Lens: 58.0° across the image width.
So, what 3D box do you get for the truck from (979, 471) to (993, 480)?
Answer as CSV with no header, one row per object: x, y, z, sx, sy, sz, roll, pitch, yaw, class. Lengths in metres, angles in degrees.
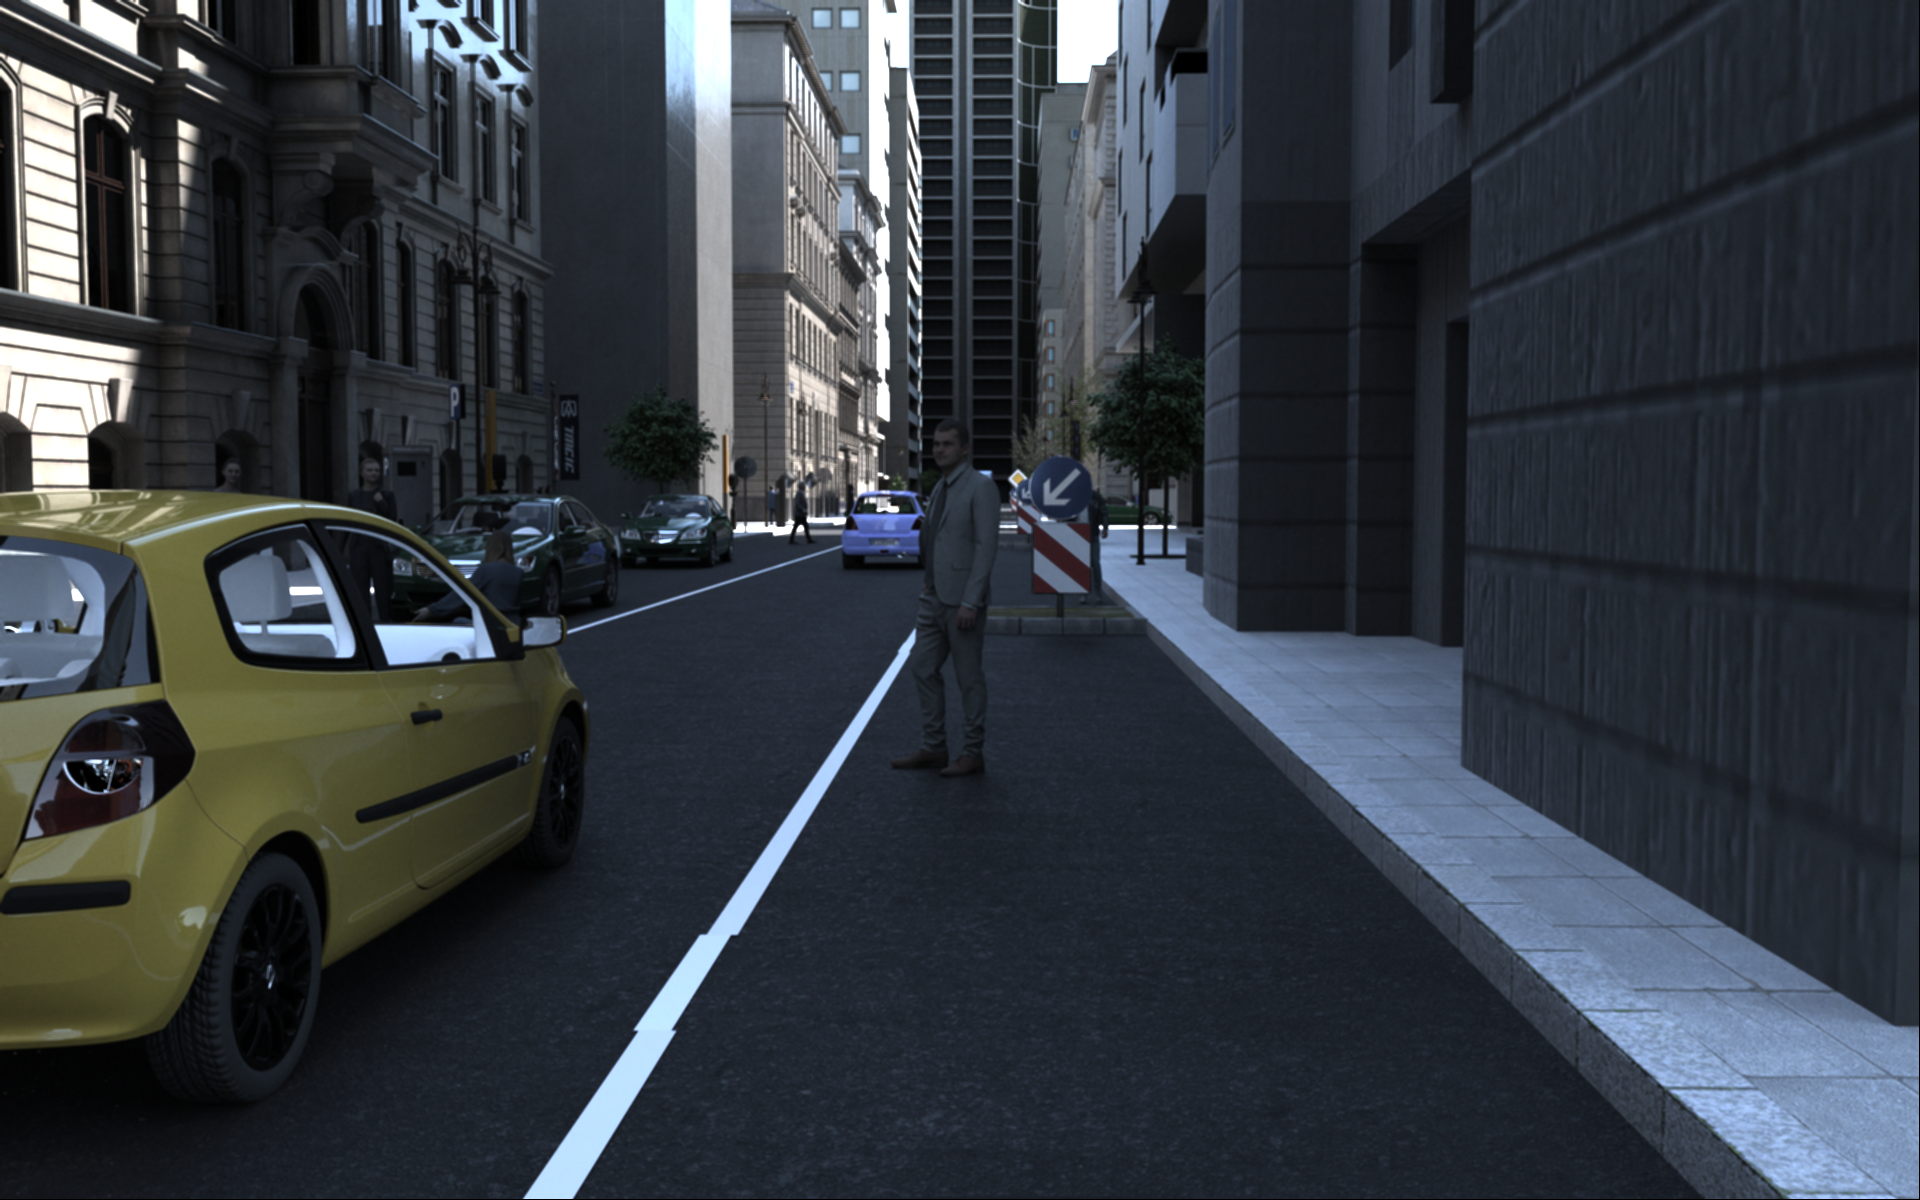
2.573,-12.476,193.748,2.967,4.110,18.799,0,4,1,truck

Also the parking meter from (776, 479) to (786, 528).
-6.856,-3.700,66.209,0.255,1.863,0.399,-2,4,-33,parking meter

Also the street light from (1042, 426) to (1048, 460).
5.628,-8.684,114.775,0.468,5.910,1.993,0,4,2,street light

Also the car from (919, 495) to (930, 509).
-3.027,-7.450,134.392,1.945,1.354,3.894,0,4,0,car

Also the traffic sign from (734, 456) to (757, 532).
-7.196,-3.544,58.046,0.768,2.556,0.104,0,4,3,traffic sign

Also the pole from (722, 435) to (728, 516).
-8.097,-4.033,59.781,0.158,3.312,0.155,0,3,0,pole

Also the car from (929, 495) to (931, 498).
-2.160,-9.318,161.947,1.945,1.707,3.694,0,4,1,car

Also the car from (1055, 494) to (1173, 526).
6.395,-3.681,71.978,4.920,1.459,2.131,0,4,1,car

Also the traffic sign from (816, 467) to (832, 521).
-6.520,-5.062,82.876,0.768,2.556,0.104,0,4,8,traffic sign

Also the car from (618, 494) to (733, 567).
-5.742,-1.443,35.394,2.131,1.459,4.920,0,4,0,car

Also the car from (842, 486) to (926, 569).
-1.383,-1.525,34.528,1.945,1.707,3.694,0,4,1,car

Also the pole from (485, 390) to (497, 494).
-9.243,-2.467,34.173,0.158,3.312,0.155,0,3,0,pole

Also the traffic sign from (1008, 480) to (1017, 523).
2.507,-4.443,76.284,0.795,2.450,0.064,0,4,2,traffic sign

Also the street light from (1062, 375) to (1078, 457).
4.342,-5.798,67.592,0.468,5.910,1.993,0,4,2,street light

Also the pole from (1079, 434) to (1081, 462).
3.982,-3.952,58.458,0.158,3.312,0.155,0,3,0,pole

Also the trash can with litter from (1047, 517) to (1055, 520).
4.744,-4.591,86.446,0.624,1.170,1.055,-2,4,-30,trash can with litter

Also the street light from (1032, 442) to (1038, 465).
6.537,-10.889,150.820,0.468,5.910,1.993,0,4,2,street light

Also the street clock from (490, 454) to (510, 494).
-8.416,-1.658,31.683,0.358,2.002,0.471,-1,4,-18,street clock

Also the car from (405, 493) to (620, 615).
-5.378,-0.547,20.748,2.131,1.459,4.920,0,4,2,car

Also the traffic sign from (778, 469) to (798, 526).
-6.802,-3.971,68.571,0.795,2.450,0.064,0,4,2,traffic sign

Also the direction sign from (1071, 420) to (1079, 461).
3.540,-3.755,53.395,0.379,3.537,0.876,-1,4,-12,direction sign

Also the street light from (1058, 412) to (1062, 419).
4.703,-6.470,78.576,0.468,5.910,1.993,0,4,2,street light

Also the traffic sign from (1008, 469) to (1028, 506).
2.289,-3.955,68.302,0.795,2.450,0.064,0,4,2,traffic sign

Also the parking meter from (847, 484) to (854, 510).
-6.533,-5.986,103.581,0.255,1.863,0.399,2,4,30,parking meter

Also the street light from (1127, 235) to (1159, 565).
3.276,-3.574,31.225,0.468,5.910,1.993,0,4,2,street light

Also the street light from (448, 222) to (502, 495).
-8.296,-3.486,29.782,0.468,5.910,1.993,0,4,2,street light

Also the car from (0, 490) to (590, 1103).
-2.403,0.287,5.531,2.015,1.641,3.980,0,4,2,car

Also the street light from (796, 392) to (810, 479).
-6.982,-6.384,77.168,0.468,5.910,1.993,0,4,2,street light

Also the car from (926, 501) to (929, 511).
-0.659,-4.679,85.302,1.959,1.807,4.718,0,4,3,car

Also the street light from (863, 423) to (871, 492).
-6.010,-8.565,112.828,0.468,5.910,1.993,0,4,2,street light

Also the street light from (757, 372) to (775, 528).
-7.338,-5.674,65.551,0.468,5.910,1.993,0,4,2,street light

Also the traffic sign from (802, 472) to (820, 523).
-6.583,-4.459,76.553,0.795,2.450,0.064,0,4,2,traffic sign

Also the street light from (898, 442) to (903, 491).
-5.052,-10.744,148.457,0.468,5.910,1.993,0,4,2,street light

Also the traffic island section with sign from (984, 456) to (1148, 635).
0.958,-0.612,18.633,1.989,1.847,2.006,0,4,2,traffic island section with sign

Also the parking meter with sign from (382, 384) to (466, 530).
-8.687,-1.892,27.194,1.738,3.016,0.543,-2,4,-34,parking meter with sign

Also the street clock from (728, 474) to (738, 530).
-8.033,-3.477,61.417,0.358,2.002,0.471,1,4,12,street clock
